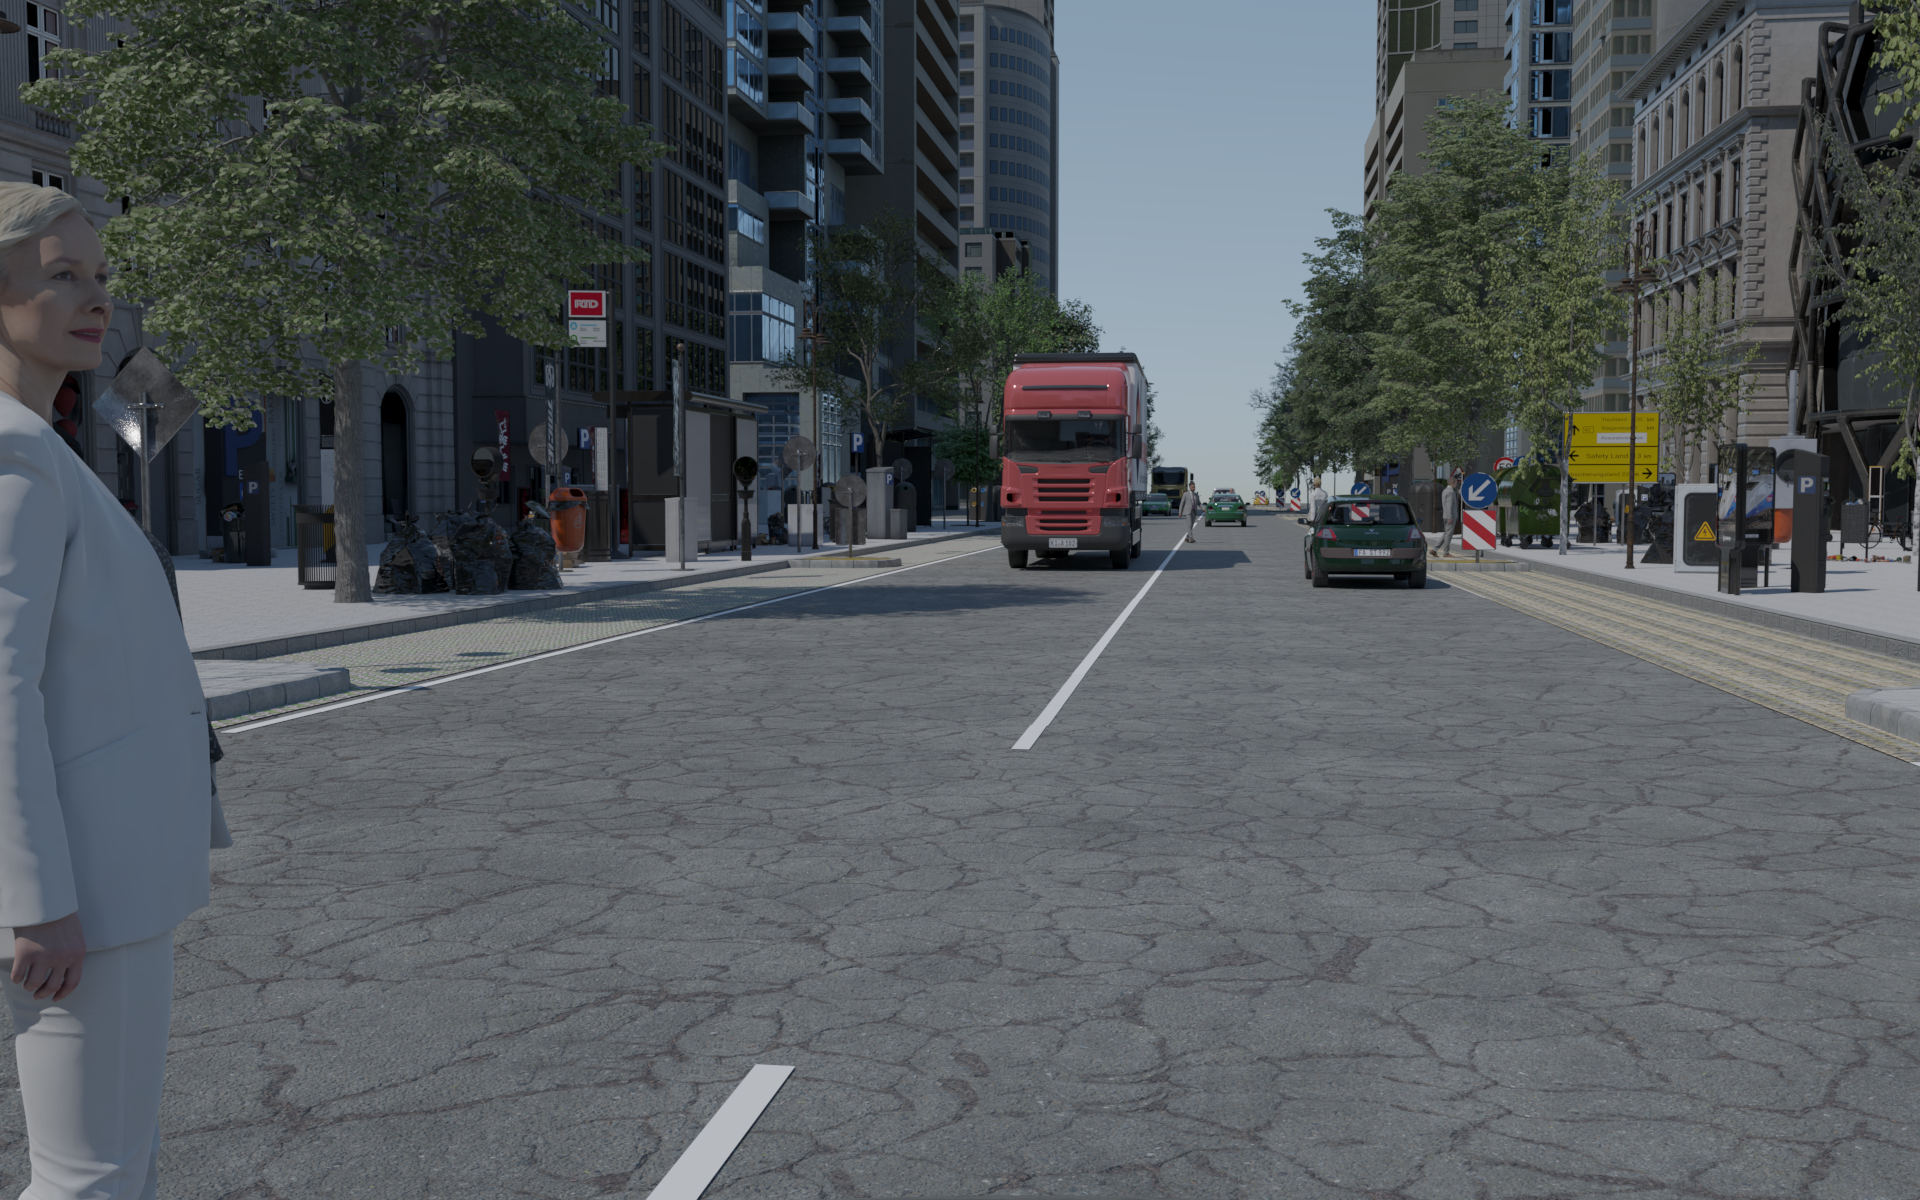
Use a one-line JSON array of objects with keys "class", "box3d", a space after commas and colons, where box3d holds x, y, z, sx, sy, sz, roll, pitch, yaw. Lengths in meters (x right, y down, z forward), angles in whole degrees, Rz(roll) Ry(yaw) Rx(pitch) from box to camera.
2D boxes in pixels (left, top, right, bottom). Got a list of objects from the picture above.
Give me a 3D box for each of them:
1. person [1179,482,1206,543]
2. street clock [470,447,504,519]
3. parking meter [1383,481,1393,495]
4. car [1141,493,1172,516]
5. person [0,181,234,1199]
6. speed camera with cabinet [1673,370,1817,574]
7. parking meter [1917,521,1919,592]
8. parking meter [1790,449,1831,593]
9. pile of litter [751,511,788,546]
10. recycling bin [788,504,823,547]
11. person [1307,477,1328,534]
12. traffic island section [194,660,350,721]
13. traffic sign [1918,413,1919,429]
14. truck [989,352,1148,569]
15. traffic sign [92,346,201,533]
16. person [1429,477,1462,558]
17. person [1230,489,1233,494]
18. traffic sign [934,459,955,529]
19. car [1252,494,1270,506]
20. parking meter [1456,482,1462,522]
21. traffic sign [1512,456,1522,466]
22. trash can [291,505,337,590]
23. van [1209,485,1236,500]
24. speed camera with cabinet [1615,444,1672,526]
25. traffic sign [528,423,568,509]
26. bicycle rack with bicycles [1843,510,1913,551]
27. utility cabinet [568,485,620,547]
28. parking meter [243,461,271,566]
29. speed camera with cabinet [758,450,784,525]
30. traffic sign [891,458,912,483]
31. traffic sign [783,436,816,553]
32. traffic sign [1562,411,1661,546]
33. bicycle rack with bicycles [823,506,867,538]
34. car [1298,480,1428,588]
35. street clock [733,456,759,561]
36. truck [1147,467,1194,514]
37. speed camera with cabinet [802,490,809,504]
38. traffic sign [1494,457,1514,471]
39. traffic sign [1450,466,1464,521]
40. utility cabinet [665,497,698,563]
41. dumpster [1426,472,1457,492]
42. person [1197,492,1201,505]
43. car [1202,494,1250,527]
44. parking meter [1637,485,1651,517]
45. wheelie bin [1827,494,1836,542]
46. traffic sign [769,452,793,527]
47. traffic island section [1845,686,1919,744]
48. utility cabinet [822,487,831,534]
[{"class": "person", "box3d": [6.767, -2.564, 50.703, 0.678, 1.792, 0.850, -1, 4, -23]}, {"class": "street clock", "box3d": [-7.264, -1.351, 26.653, 0.471, 2.002, 0.358, 2, 4, 26]}, {"class": "parking meter", "box3d": [19.578, -4.495, 79.210, 0.399, 1.863, 0.255, 0, 4, -4]}, {"class": "car", "box3d": [12.749, -6.340, 112.455, 1.959, 1.807, 4.718, 1, 4, 10]}, {"class": "person", "box3d": [-1.266, 0.372, 2.293, 0.514, 1.842, 0.818, 2, 4, 35]}, {"class": "speed camera with cabinet", "box3d": [12.608, -2.049, 27.843, 2.038, 3.252, 0.660, 1, 4, 22]}, {"class": "parking meter", "box3d": [12.780, -0.874, 22.694, 0.372, 1.533, 0.369, 0, 3, 0]}, {"class": "parking meter", "box3d": [11.053, -1.026, 22.493, 0.255, 1.863, 0.399, -3, 5, -40]}, {"class": "pile of litter", "box3d": [-4.894, -1.821, 43.732, 1.176, 0.858, 1.719, 2, 4, 24]}, {"class": "recycling bin", "box3d": [-3.797, -1.839, 42.619, 0.722, 1.027, 0.722, 1, 4, 10]}, {"class": "person", "box3d": [7.832, -1.775, 37.749, 0.478, 1.798, 0.641, 0, 4, -7]}, {"class": "traffic island section", "box3d": [-5.553, 0.638, 11.845, 2.009, 0.180, 2.903, 1, 4, 8]}, {"class": "traffic sign", "box3d": [11.888, -1.266, 20.798, 0.768, 2.556, 0.104, 1, 4, 13]}, {"class": "truck", "box3d": [2.572, -2.922, 36.685, 2.839, 4.237, 11.283, 0, 4, 8]}, {"class": "traffic sign", "box3d": [-5.528, -0.498, 11.780, 0.795, 2.450, 0.064, 1, 4, 8]}, {"class": "person", "box3d": [10.985, -1.849, 38.845, 0.853, 1.813, 0.709, 0, 4, -2]}, {"class": "person", "box3d": [16.073, -5.736, 102.830, 0.434, 1.755, 0.990, -1, 4, -14]}, {"class": "traffic sign", "box3d": [-0.567, -3.835, 62.806, 0.768, 2.556, 0.104, 1, 4, 13]}, {"class": "car", "box3d": [34.735, -11.600, 199.879, 2.015, 1.641, 3.980, 1, 4, 8]}, {"class": "parking meter", "box3d": [22.597, -4.430, 78.142, 0.399, 1.863, 0.255, 1, 4, 22]}, {"class": "traffic sign", "box3d": [18.696, -3.510, 57.502, 0.768, 2.556, 0.104, 1, 4, 13]}, {"class": "trash can", "box3d": [-8.628, -0.718, 23.392, 0.748, 1.137, 0.748, 0, 3, 0]}, {"class": "van", "box3d": [16.658, -6.245, 109.111, 2.013, 2.044, 4.112, 1, 4, 10]}, {"class": "speed camera with cabinet", "box3d": [27.055, -4.534, 68.474, 2.038, 3.252, 0.660, 3, 4, 37]}, {"class": "traffic sign", "box3d": [-7.325, -1.876, 30.780, 0.768, 2.556, 0.104, 1, 4, 13]}, {"class": "bicycle rack with bicycles", "box3d": [22.030, -1.626, 39.971, 2.925, 0.926, 2.852, -1, 4, -16]}, {"class": "utility cabinet", "box3d": [-8.743, -2.000, 41.376, 1.173, 1.500, 0.318, -1, 4, -10]}, {"class": "parking meter", "box3d": [-12.501, -1.534, 30.786, 0.399, 1.863, 0.255, 0, 4, 8]}, {"class": "speed camera with cabinet", "box3d": [-8.373, -4.800, 72.812, 0.660, 3.252, 2.038, 2, 4, 33]}, {"class": "traffic sign", "box3d": [-2.081, -3.754, 61.489, 0.768, 2.556, 0.104, 1, 4, 13]}, {"class": "traffic sign", "box3d": [-3.533, -2.315, 37.954, 0.768, 2.556, 0.104, 1, 4, 14]}, {"class": "traffic sign", "box3d": [15.974, -2.978, 42.564, 2.265, 3.308, 0.079, 1, 4, 12]}, {"class": "bicycle rack with bicycles", "box3d": [-3.227, -2.344, 51.712, 2.925, 0.926, 2.852, 0, 4, 6]}, {"class": "car", "box3d": [6.463, -1.103, 27.819, 2.009, 1.686, 4.222, 1, 4, 9]}, {"class": "street clock", "box3d": [-4.095, -1.747, 33.134, 0.471, 2.002, 0.358, -1, 4, -12]}, {"class": "truck", "box3d": [15.161, -7.909, 125.231, 3.469, 3.379, 9.791, 0, 4, 8]}, {"class": "speed camera with cabinet", "box3d": [-7.687, -5.096, 77.654, 2.038, 3.252, 0.660, 2, 4, 23]}, {"class": "traffic sign", "box3d": [18.623, -3.616, 59.231, 0.768, 2.556, 0.104, 1, 4, 9]}, {"class": "traffic sign", "box3d": [21.063, -4.481, 73.267, 0.884, 2.594, 0.081, 1, 4, 14]}, {"class": "utility cabinet", "box3d": [-5.294, -1.330, 32.899, 0.306, 1.237, 1.020, 1, 4, 11]}, {"class": "dumpster", "box3d": [21.387, -4.581, 77.391, 1.502, 2.255, 1.985, 1, 4, 8]}, {"class": "person", "box3d": [31.336, -13.366, 227.569, 0.750, 1.759, 0.617, 0, 4, -8]}, {"class": "car", "box3d": [11.826, -3.984, 76.939, 2.131, 1.459, 4.920, 1, 4, 9]}, {"class": "parking meter", "box3d": [19.019, -2.432, 48.178, 0.372, 1.533, 0.369, 0, 3, 0]}, {"class": "wheelie bin", "box3d": [22.986, -2.357, 46.453, 0.693, 1.594, 0.980, 0, 4, -7]}, {"class": "traffic sign", "box3d": [-4.885, -2.845, 47.706, 0.795, 2.450, 0.064, 1, 4, 14]}, {"class": "traffic island section", "box3d": [6.505, 0.748, 10.046, 2.009, 0.180, 2.903, 1, 4, 8]}, {"class": "utility cabinet", "box3d": [-4.295, -2.887, 55.880, 0.318, 1.500, 1.173, 0, 4, -4]}]
